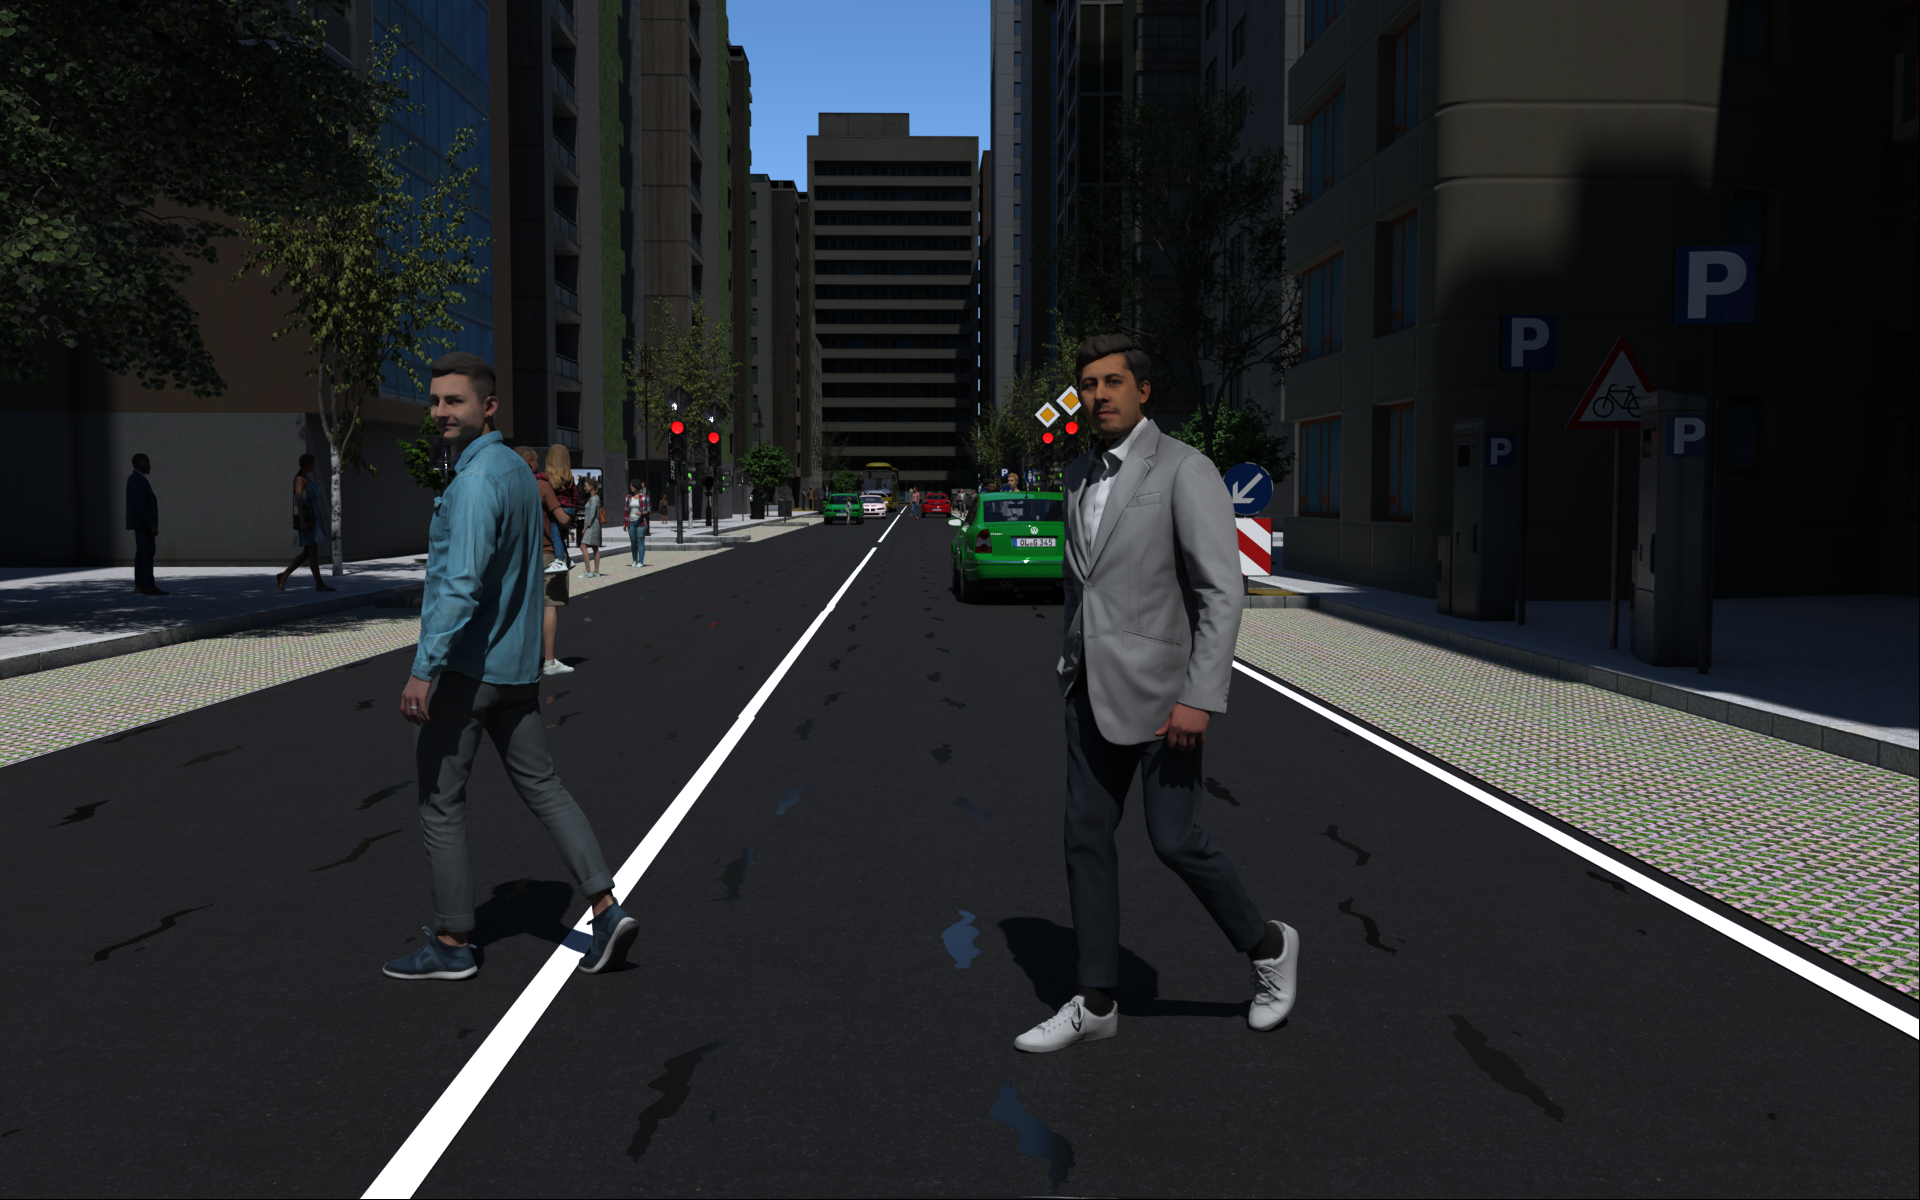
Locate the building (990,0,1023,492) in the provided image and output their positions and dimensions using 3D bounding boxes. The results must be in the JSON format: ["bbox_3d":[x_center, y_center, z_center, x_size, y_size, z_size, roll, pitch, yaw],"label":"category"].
[{"bbox_3d":[13.762,-39.477,187.449,21.231,58.520,28.212,0,4,-1],"label":"building"}]

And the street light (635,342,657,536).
[{"bbox_3d":[-9.556,-4.896,52.838,0.468,5.910,1.993,0,4,-1],"label":"street light"}]

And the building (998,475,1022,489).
[{"bbox_3d":[19.967,-28.718,161.425,32.217,40.220,23.993,0,4,-1],"label":"building"}]

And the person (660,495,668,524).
[{"bbox_3d":[-12.764,-3.909,74.630,0.362,1.253,0.373,-1,4,-10],"label":"person"}]

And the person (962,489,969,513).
[{"bbox_3d":[0.286,-7.622,133.100,0.705,1.826,1.348,2,4,30],"label":"person"}]

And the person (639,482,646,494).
[{"bbox_3d":[-13.967,-4.290,76.280,0.635,1.810,0.391,1,4,20],"label":"person"}]

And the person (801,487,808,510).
[{"bbox_3d":[-12.486,-8.107,138.673,0.705,1.814,1.350,-1,4,-22],"label":"person"}]

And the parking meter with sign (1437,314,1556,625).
[{"bbox_3d":[5.391,-1.312,17.704,0.543,3.016,1.738,0,4,-8],"label":"parking meter with sign"}]

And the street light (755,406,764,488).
[{"bbox_3d":[-10.485,-7.217,90.777,0.468,5.910,1.993,0,4,-1],"label":"street light"}]

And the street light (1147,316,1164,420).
[{"bbox_3d":[4.932,-4.390,44.559,0.468,5.910,1.993,0,4,-1],"label":"street light"}]

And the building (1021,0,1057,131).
[{"bbox_3d":[12.273,-30.085,142.005,14.600,45.320,14.200,0,4,-1],"label":"building"}]

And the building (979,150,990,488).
[{"bbox_3d":[9.768,-34.876,220.328,14.200,45.320,14.600,0,4,-1],"label":"building"}]

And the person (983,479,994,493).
[{"bbox_3d":[0.654,-1.912,40.108,0.721,1.781,0.623,1,4,12],"label":"person"}]

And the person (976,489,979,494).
[{"bbox_3d":[1.944,-11.242,189.472,1.348,1.869,0.705,1,4,8],"label":"person"}]

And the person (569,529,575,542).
[{"bbox_3d":[-10.283,-2.407,45.271,0.514,1.842,0.818,2,4,29],"label":"person"}]

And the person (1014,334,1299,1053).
[{"bbox_3d":[0.516,0.232,4.557,0.795,1.843,0.661,-2,4,-34],"label":"person"}]

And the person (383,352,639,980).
[{"bbox_3d":[-1.350,0.201,5.071,0.748,1.841,0.638,1,4,16],"label":"person"}]

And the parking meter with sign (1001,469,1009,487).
[{"bbox_3d":[3.098,-7.430,117.739,0.543,3.016,1.738,0,4,-3],"label":"parking meter with sign"}]

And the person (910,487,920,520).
[{"bbox_3d":[-2.523,-5.394,96.705,0.555,1.821,0.388,1,4,22],"label":"person"}]

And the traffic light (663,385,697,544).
[{"bbox_3d":[-7.210,-3.405,44.596,0.839,4.253,0.868,0,4,-1],"label":"traffic light"}]

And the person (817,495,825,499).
[{"bbox_3d":[-14.173,-10.300,174.591,1.348,1.807,0.705,0,4,5],"label":"person"}]

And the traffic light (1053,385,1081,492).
[{"bbox_3d":[2.847,-3.422,44.870,0.839,4.253,0.868,0,4,-1],"label":"traffic light"}]

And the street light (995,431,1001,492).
[{"bbox_3d":[2.738,-9.432,127.004,0.468,5.910,1.993,0,4,-1],"label":"street light"}]

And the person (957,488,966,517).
[{"bbox_3d":[0.145,-6.043,107.503,0.606,1.804,0.583,-1,4,-19],"label":"person"}]

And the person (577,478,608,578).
[{"bbox_3d":[-6.289,-1.230,29.621,0.522,1.701,0.512,-1,4,-12],"label":"person"}]

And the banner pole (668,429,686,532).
[{"bbox_3d":[-9.645,-4.202,58.715,0.863,3.779,0.401,3,5,45],"label":"banner pole"}]

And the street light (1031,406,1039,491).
[{"bbox_3d":[3.880,-7.117,89.146,0.468,5.910,1.993,0,4,-1],"label":"street light"}]

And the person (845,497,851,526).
[{"bbox_3d":[-5.036,-4.015,78.416,0.425,1.301,0.394,3,5,40],"label":"person"}]

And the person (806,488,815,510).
[{"bbox_3d":[-12.371,-8.373,143.037,0.705,1.812,1.348,2,4,32],"label":"person"}]

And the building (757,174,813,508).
[{"bbox_3d":[-21.025,-23.667,158.658,14.160,30.474,14.107,0,4,-1],"label":"building"}]

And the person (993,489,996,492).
[{"bbox_3d":[3.194,-9.309,158.339,0.705,1.812,1.348,-1,4,-22],"label":"person"}]

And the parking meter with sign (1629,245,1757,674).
[{"bbox_3d":[5.438,-1.029,13.078,0.543,3.016,1.738,1,4,9],"label":"parking meter with sign"}]

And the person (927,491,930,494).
[{"bbox_3d":[-2.609,-8.372,146.192,0.445,1.727,0.742,0,4,-5],"label":"person"}]

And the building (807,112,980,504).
[{"bbox_3d":[-8.478,-36.692,223.615,21.600,48.544,21.300,0,4,-1],"label":"building"}]

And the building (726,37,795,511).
[{"bbox_3d":[-29.990,-27.332,138.762,32.217,40.220,23.993,0,4,-1],"label":"building"}]

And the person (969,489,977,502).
[{"bbox_3d":[0.902,-7.033,123.855,0.716,1.782,0.532,3,4,38],"label":"person"}]

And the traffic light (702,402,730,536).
[{"bbox_3d":[-7.416,-3.893,52.579,0.839,4.253,0.868,0,4,-1],"label":"traffic light"}]

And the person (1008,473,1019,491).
[{"bbox_3d":[0.927,-1.217,28.754,0.624,1.780,0.694,-1,4,-20],"label":"person"}]

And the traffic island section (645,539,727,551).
[{"bbox_3d":[-7.251,-1.373,44.730,2.009,0.180,2.903,0,4,-1],"label":"traffic island section"}]

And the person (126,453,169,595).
[{"bbox_3d":[-10.461,-0.976,22.181,0.419,1.800,0.721,-3,4,-38],"label":"person"}]

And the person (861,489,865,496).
[{"bbox_3d":[-6.445,-6.603,116.636,0.466,1.800,0.511,-1,4,-10],"label":"person"}]

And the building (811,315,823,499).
[{"bbox_3d":[-30.194,-20.985,188.139,28.899,21.520,27.650,0,4,-1],"label":"building"}]

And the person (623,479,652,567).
[{"bbox_3d":[-6.276,-1.494,33.762,0.563,1.720,0.643,1,4,13],"label":"person"}]

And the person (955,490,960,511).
[{"bbox_3d":[-0.197,-8.264,144.301,0.721,1.739,1.217,1,4,15],"label":"person"}]

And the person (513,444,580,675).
[{"bbox_3d":[-3.317,-0.329,13.850,0.580,1.828,0.573,-1,4,-22],"label":"person"}]

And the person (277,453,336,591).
[{"bbox_3d":[-8.596,-1.012,22.679,0.778,1.811,0.616,0,4,-1],"label":"person"}]

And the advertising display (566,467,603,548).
[{"bbox_3d":[-8.970,-2.206,41.286,0.974,1.923,0.123,-3,4,-38],"label":"advertising display"}]

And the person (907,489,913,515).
[{"bbox_3d":[-3.358,-6.570,116.098,0.537,1.800,0.526,-3,4,-36],"label":"person"}]

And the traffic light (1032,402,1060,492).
[{"bbox_3d":[2.642,-3.910,52.853,0.839,4.253,0.868,0,4,-1],"label":"traffic light"}]

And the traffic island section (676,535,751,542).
[{"bbox_3d":[-7.456,-1.861,52.712,2.009,0.180,2.903,0,4,-1],"label":"traffic island section"}]
